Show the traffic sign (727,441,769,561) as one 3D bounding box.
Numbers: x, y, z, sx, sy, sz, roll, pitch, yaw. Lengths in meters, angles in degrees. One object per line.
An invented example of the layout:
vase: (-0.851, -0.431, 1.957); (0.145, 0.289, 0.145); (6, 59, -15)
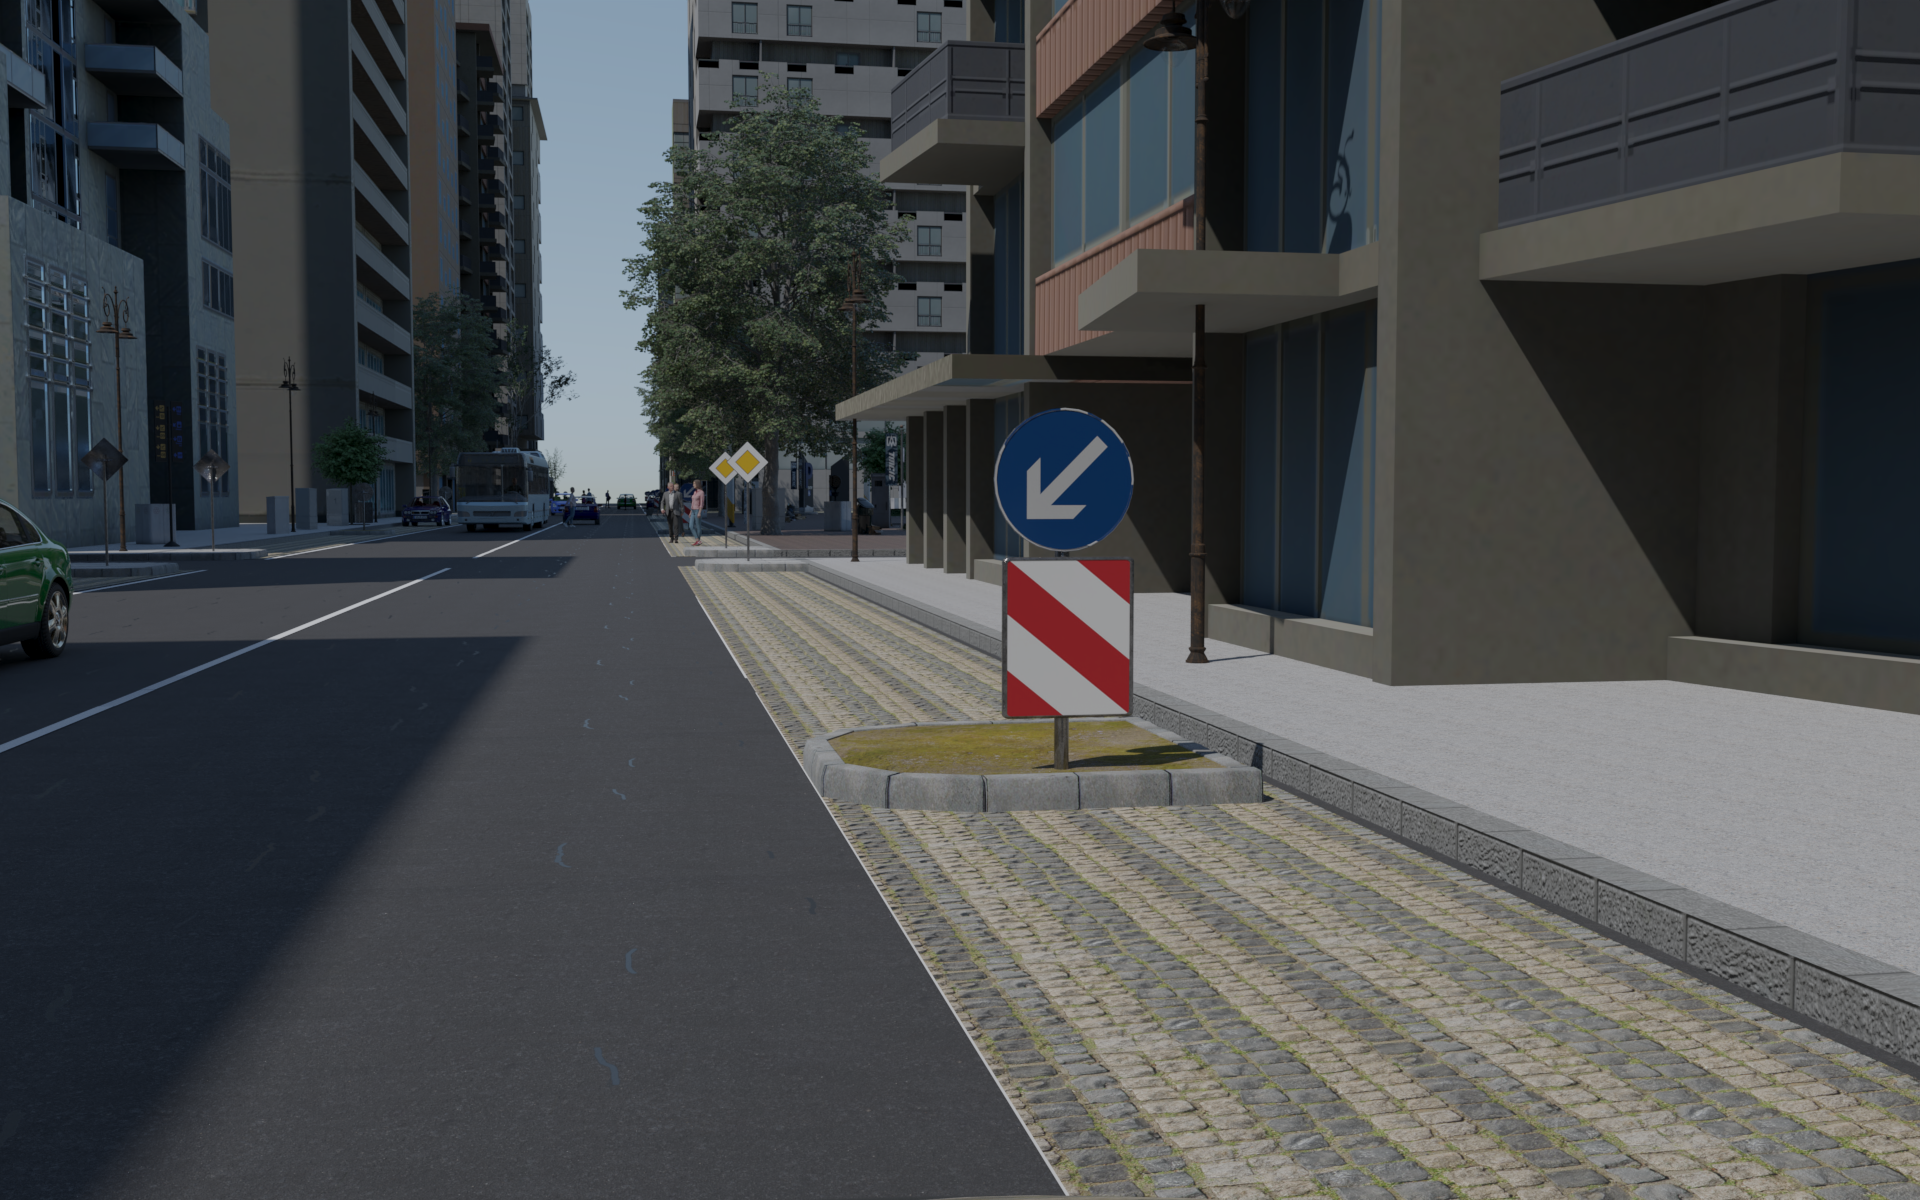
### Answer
traffic sign: (-4.040, -1.794, 32.982); (0.795, 2.450, 0.064); (-1, 4, -11)

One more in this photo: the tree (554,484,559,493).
tree: (-62.460, -16.567, 265.467); (1.663, 3.219, 1.824); (0, 3, 0)

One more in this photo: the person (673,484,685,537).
person: (-9.375, -2.961, 57.330); (0.576, 1.772, 0.534); (1, 4, 10)

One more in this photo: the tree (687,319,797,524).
tree: (-8.959, -7.564, 74.037); (4.360, 8.622, 3.978); (0, 3, 0)

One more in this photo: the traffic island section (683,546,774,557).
traffic island section: (-5.501, -1.139, 40.911); (2.009, 0.180, 2.903); (-1, 4, -11)

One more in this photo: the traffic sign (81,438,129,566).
traffic sign: (-15.241, -1.667, 30.895); (0.795, 2.450, 0.064); (-1, 4, -11)

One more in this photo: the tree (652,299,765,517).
tree: (-13.497, -11.006, 98.070); (7.486, 12.596, 7.792); (0, 3, 0)

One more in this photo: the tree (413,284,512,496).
tree: (-32.462, -12.204, 106.184); (9.857, 13.997, 8.962); (0, 3, 0)

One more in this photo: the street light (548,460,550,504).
street light: (-55.823, -16.048, 235.169); (0.468, 5.910, 1.993); (-1, 4, -11)

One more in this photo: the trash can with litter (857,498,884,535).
trash can with litter: (-2.842, -2.658, 54.845); (1.055, 1.170, 0.624); (3, 5, 44)

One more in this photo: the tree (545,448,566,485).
tree: (-63.332, -19.531, 269.699); (4.360, 8.622, 3.978); (0, 3, 0)

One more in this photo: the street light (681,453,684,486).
street light: (-24.174, -10.866, 150.443); (0.468, 5.910, 1.993); (-1, 4, -11)

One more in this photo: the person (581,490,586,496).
person: (-28.216, -7.364, 129.582); (0.721, 1.739, 1.217); (2, 4, 31)

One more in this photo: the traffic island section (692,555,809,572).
traffic island section: (-4.019, -0.660, 33.064); (2.009, 0.180, 2.903); (-1, 4, -11)

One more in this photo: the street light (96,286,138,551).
street light: (-18.749, -4.027, 38.634); (0.468, 5.910, 1.993); (-1, 4, -11)

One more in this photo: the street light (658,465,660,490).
street light: (-43.264, -17.040, 251.393); (0.468, 5.910, 1.993); (-1, 4, -11)

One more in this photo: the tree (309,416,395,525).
tree: (-25.259, -5.403, 72.054); (4.285, 4.588, 4.351); (0, 3, 0)

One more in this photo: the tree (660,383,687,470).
tree: (-16.730, -9.731, 109.467); (4.360, 8.622, 3.978); (0, 3, 0)

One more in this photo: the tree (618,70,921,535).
tree: (-5.930, -9.025, 54.206); (9.857, 13.997, 8.962); (0, 3, 0)

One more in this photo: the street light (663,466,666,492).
street light: (-35.672, -14.587, 211.287); (0.468, 5.910, 1.993); (-1, 4, -11)

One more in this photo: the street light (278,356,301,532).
street light: (-22.499, -5.228, 58.270); (0.468, 5.910, 1.993); (-1, 4, -11)

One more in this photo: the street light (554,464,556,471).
street light: (-59.784, -17.301, 255.651); (0.468, 5.910, 1.993); (-1, 4, -11)

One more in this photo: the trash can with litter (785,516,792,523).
trash can with litter: (-8.109, -4.068, 77.893); (1.055, 1.170, 0.624); (-3, 5, -41)

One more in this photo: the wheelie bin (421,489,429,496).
wheelie bin: (-33.906, -6.271, 110.431); (0.980, 1.594, 0.693); (-1, 4, -14)

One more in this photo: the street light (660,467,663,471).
street light: (-39.542, -15.824, 231.511); (0.468, 5.910, 1.993); (-1, 4, -11)

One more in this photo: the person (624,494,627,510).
person: (-29.865, -8.725, 154.419); (0.557, 1.426, 1.065); (-1, 4, -16)

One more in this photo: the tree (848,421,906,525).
tree: (-3.037, -5.496, 73.575); (4.285, 4.588, 4.351); (0, 3, 0)

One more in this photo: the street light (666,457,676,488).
street light: (-31.621, -13.279, 189.901); (0.468, 5.910, 1.993); (-1, 4, -11)

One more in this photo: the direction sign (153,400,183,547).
direction sign: (-19.218, -3.066, 42.119); (0.379, 3.537, 0.876); (1, 4, 19)

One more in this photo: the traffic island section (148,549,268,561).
traffic island section: (-16.745, -1.010, 38.799); (2.009, 0.180, 2.903); (-1, 4, -11)

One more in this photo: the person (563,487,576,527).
person: (-16.782, -3.995, 74.482); (0.598, 1.740, 0.731); (-2, 4, -27)

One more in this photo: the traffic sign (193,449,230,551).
traffic sign: (-16.723, -2.147, 38.742); (0.795, 2.450, 0.064); (-1, 4, -11)

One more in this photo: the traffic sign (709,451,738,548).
traffic sign: (-5.523, -2.274, 40.829); (0.795, 2.450, 0.064); (-1, 4, -11)

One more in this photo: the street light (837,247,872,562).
street light: (-1.986, -3.660, 32.634); (0.468, 5.910, 1.993); (-1, 4, -11)

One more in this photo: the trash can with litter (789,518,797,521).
trash can with litter: (-8.735, -4.481, 84.318); (1.678, 1.210, 2.233); (-2, 4, -35)

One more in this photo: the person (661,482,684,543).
person: (-8.336, -2.525, 50.183); (0.661, 1.777, 0.834); (-1, 4, -9)

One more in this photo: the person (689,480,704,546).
person: (-7.267, -2.397, 47.696); (0.555, 1.821, 0.388); (3, 5, 39)

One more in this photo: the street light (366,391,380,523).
street light: (-26.329, -6.428, 77.891); (0.468, 5.910, 1.993); (-1, 4, -11)

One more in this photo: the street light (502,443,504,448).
street light: (-40.582, -11.085, 154.028); (0.468, 5.910, 1.993); (-1, 4, -11)

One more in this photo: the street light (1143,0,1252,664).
street light: (1.806, -2.460, 13.006); (0.468, 5.910, 1.993); (-1, 4, -11)

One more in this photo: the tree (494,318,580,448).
tree: (-46.644, -20.067, 183.979); (12.611, 20.169, 13.585); (0, 3, 0)

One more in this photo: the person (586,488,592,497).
person: (-24.312, -6.432, 113.694); (0.654, 1.822, 0.581); (3, 4, 37)

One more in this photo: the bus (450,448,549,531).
bus: (-18.250, -4.569, 69.562); (2.948, 3.499, 13.247); (-1, 4, -10)

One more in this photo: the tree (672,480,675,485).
tree: (-32.494, -12.503, 199.031); (1.663, 3.219, 1.824); (0, 3, 0)

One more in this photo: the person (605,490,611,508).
person: (-35.381, -10.149, 174.306); (0.599, 1.838, 0.709); (2, 4, 34)

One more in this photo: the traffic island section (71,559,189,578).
traffic island section: (-15.263, -0.530, 30.952); (2.009, 0.180, 2.903); (-1, 4, -11)

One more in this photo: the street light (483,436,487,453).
street light: (-36.878, -9.884, 134.383); (0.468, 5.910, 1.993); (-1, 4, -11)

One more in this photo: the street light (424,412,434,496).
street light: (-29.989, -7.655, 97.953); (0.468, 5.910, 1.993); (-1, 4, -11)

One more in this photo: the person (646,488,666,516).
person: (-19.366, -6.249, 110.885); (1.509, 1.804, 0.699); (3, 5, 39)
